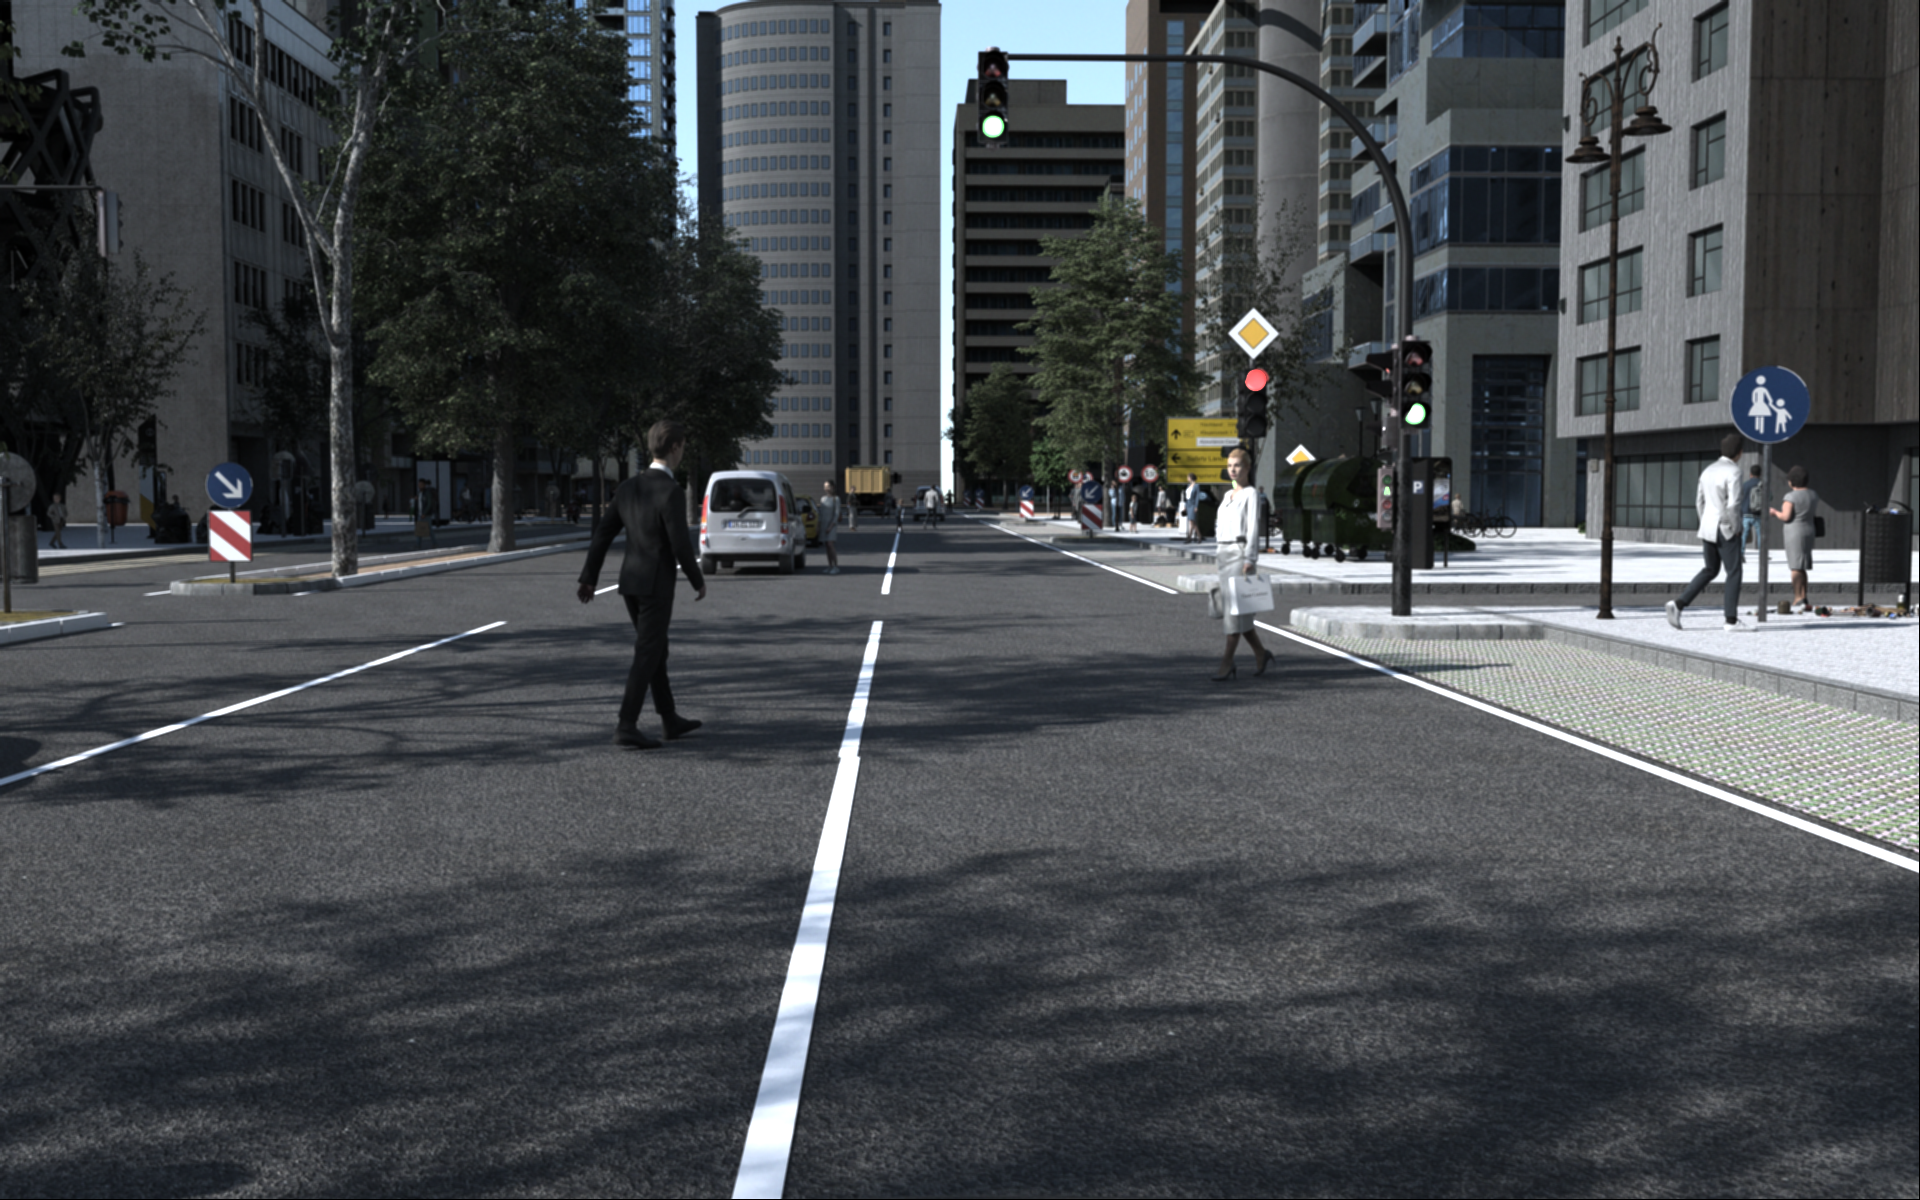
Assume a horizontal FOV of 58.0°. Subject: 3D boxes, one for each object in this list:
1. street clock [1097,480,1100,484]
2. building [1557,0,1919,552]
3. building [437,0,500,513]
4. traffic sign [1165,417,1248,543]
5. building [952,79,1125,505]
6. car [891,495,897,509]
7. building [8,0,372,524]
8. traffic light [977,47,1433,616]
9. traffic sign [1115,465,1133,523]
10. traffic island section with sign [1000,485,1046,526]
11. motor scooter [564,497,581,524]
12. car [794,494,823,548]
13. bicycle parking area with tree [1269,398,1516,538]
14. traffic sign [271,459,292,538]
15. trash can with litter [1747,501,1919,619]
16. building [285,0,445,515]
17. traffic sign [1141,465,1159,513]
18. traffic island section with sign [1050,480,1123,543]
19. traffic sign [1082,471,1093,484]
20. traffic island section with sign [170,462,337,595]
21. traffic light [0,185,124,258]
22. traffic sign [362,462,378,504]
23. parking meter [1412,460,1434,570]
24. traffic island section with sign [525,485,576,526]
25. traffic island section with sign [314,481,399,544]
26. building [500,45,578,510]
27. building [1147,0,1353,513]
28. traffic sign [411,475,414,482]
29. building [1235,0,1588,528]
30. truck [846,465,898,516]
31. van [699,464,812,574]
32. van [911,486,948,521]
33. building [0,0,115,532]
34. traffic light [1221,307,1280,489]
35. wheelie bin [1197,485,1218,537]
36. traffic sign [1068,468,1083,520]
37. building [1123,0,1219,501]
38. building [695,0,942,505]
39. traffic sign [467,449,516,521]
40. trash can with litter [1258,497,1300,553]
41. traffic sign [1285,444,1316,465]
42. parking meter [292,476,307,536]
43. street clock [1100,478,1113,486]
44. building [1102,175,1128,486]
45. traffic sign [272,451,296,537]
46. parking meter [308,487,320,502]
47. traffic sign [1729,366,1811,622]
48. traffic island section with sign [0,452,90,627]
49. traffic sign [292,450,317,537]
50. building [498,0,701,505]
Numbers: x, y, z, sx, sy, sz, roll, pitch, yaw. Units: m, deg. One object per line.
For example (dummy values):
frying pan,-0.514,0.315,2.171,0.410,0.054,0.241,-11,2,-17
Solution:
street clock,7.398,-5.299,91.208,0.471,2.002,0.358,1,4,19
building,24.153,-16.547,42.250,14.107,30.474,14.160,0,4,-2
building,-40.531,-28.775,120.581,14.600,45.320,14.200,0,4,-2
traffic sign,6.552,-3.170,45.701,2.265,3.308,0.079,0,4,1
building,9.843,-35.635,206.338,21.600,48.544,21.300,0,4,-2
car,-7.189,-9.693,171.066,1.945,1.354,3.894,0,4,-3
building,-37.721,-16.236,83.476,12.078,24.808,19.932,0,4,-2
traffic light,2.546,-2.650,17.990,4.771,5.953,1.251,0,4,-2
traffic sign,7.293,-4.710,77.108,0.768,2.556,0.104,0,4,6
traffic island section with sign,2.839,-4.245,78.030,1.989,1.847,2.006,0,4,-2
motor scooter,-18.245,-4.217,81.717,0.815,1.314,1.986,0,4,0
car,-4.659,-2.289,47.655,2.015,1.641,3.980,0,4,-2
bicycle parking area with tree,13.007,-4.133,54.578,9.016,4.147,8.231,1,4,21
traffic sign,-19.796,-2.962,50.554,0.606,2.300,0.079,0,4,5
trash can with litter,9.448,-0.456,18.515,2.233,1.210,1.678,0,4,0
building,-40.698,-25.871,106.578,14.154,41.232,14.086,0,4,-2
traffic sign,8.265,-4.603,75.368,0.768,2.556,0.104,0,4,2
traffic island section with sign,3.680,-2.584,50.879,1.989,1.847,2.006,0,4,-2
traffic sign,7.051,-5.917,96.841,0.768,2.556,0.104,0,4,2
traffic island section with sign,-10.496,-1.062,25.495,2.006,1.907,1.989,0,4,-2
traffic light,-14.874,-3.115,25.606,4.771,5.953,1.251,0,4,-2
traffic sign,-23.640,-4.229,69.251,0.768,2.556,0.104,0,4,1
parking meter,7.831,-1.454,29.492,0.399,1.863,0.255,3,5,41
traffic island section with sign,-18.264,-4.207,77.408,1.989,1.847,2.006,0,4,-2
traffic island section with sign,-17.432,-2.546,50.262,1.989,1.847,2.006,0,4,-2
building,-46.009,-27.943,148.750,23.993,40.220,32.217,0,4,-2
building,30.305,-26.529,125.626,32.217,40.220,23.993,0,4,-2
traffic sign,-23.059,-4.527,74.022,0.884,2.594,0.081,0,4,4
building,26.793,-46.811,78.024,22.319,86.520,31.000,0,4,-2
truck,-5.997,-7.283,115.001,3.469,3.379,9.791,0,4,0
van,-3.807,-1.543,32.233,2.013,2.044,4.112,0,4,-1
van,-1.633,-5.227,92.472,2.013,2.044,4.112,0,4,0
building,-39.178,-11.752,59.601,16.820,18.784,16.811,0,4,-2
traffic light,4.389,-2.279,26.176,0.839,4.253,0.868,0,4,-2
wheelie bin,7.304,-2.666,51.489,0.693,1.594,0.980,0,4,8
traffic sign,5.691,-5.209,85.270,0.768,2.556,0.104,0,4,5
building,21.459,-30.224,144.269,14.600,45.320,14.200,0,4,-2
building,-16.471,-40.583,205.536,28.212,58.520,21.231,0,4,-2
traffic sign,-21.335,-5.202,78.926,2.265,3.308,0.079,0,4,4
trash can with litter,6.618,-1.660,38.205,1.678,1.210,2.233,-1,4,-14
traffic sign,8.945,-2.795,45.435,0.795,2.593,0.064,0,4,6
parking meter,-20.194,-2.891,52.975,0.399,1.863,0.255,-1,4,-12
street clock,6.583,-4.405,76.593,0.358,2.002,0.471,3,4,36
building,19.906,-23.710,159.359,14.160,30.474,14.107,0,4,-2
traffic sign,-19.961,-3.119,51.107,0.768,2.556,0.104,0,4,7
parking meter,-22.688,-3.207,60.844,0.372,1.533,0.369,0,3,0
traffic sign,8.046,-1.051,17.292,0.768,2.556,0.104,0,4,7
traffic island section with sign,-10.278,-0.609,18.091,2.006,1.907,1.989,0,4,-2
traffic sign,-19.585,-3.153,51.550,0.884,2.594,0.081,0,4,3
building,-46.560,-54.535,204.321,31.000,86.520,22.319,0,4,-2
